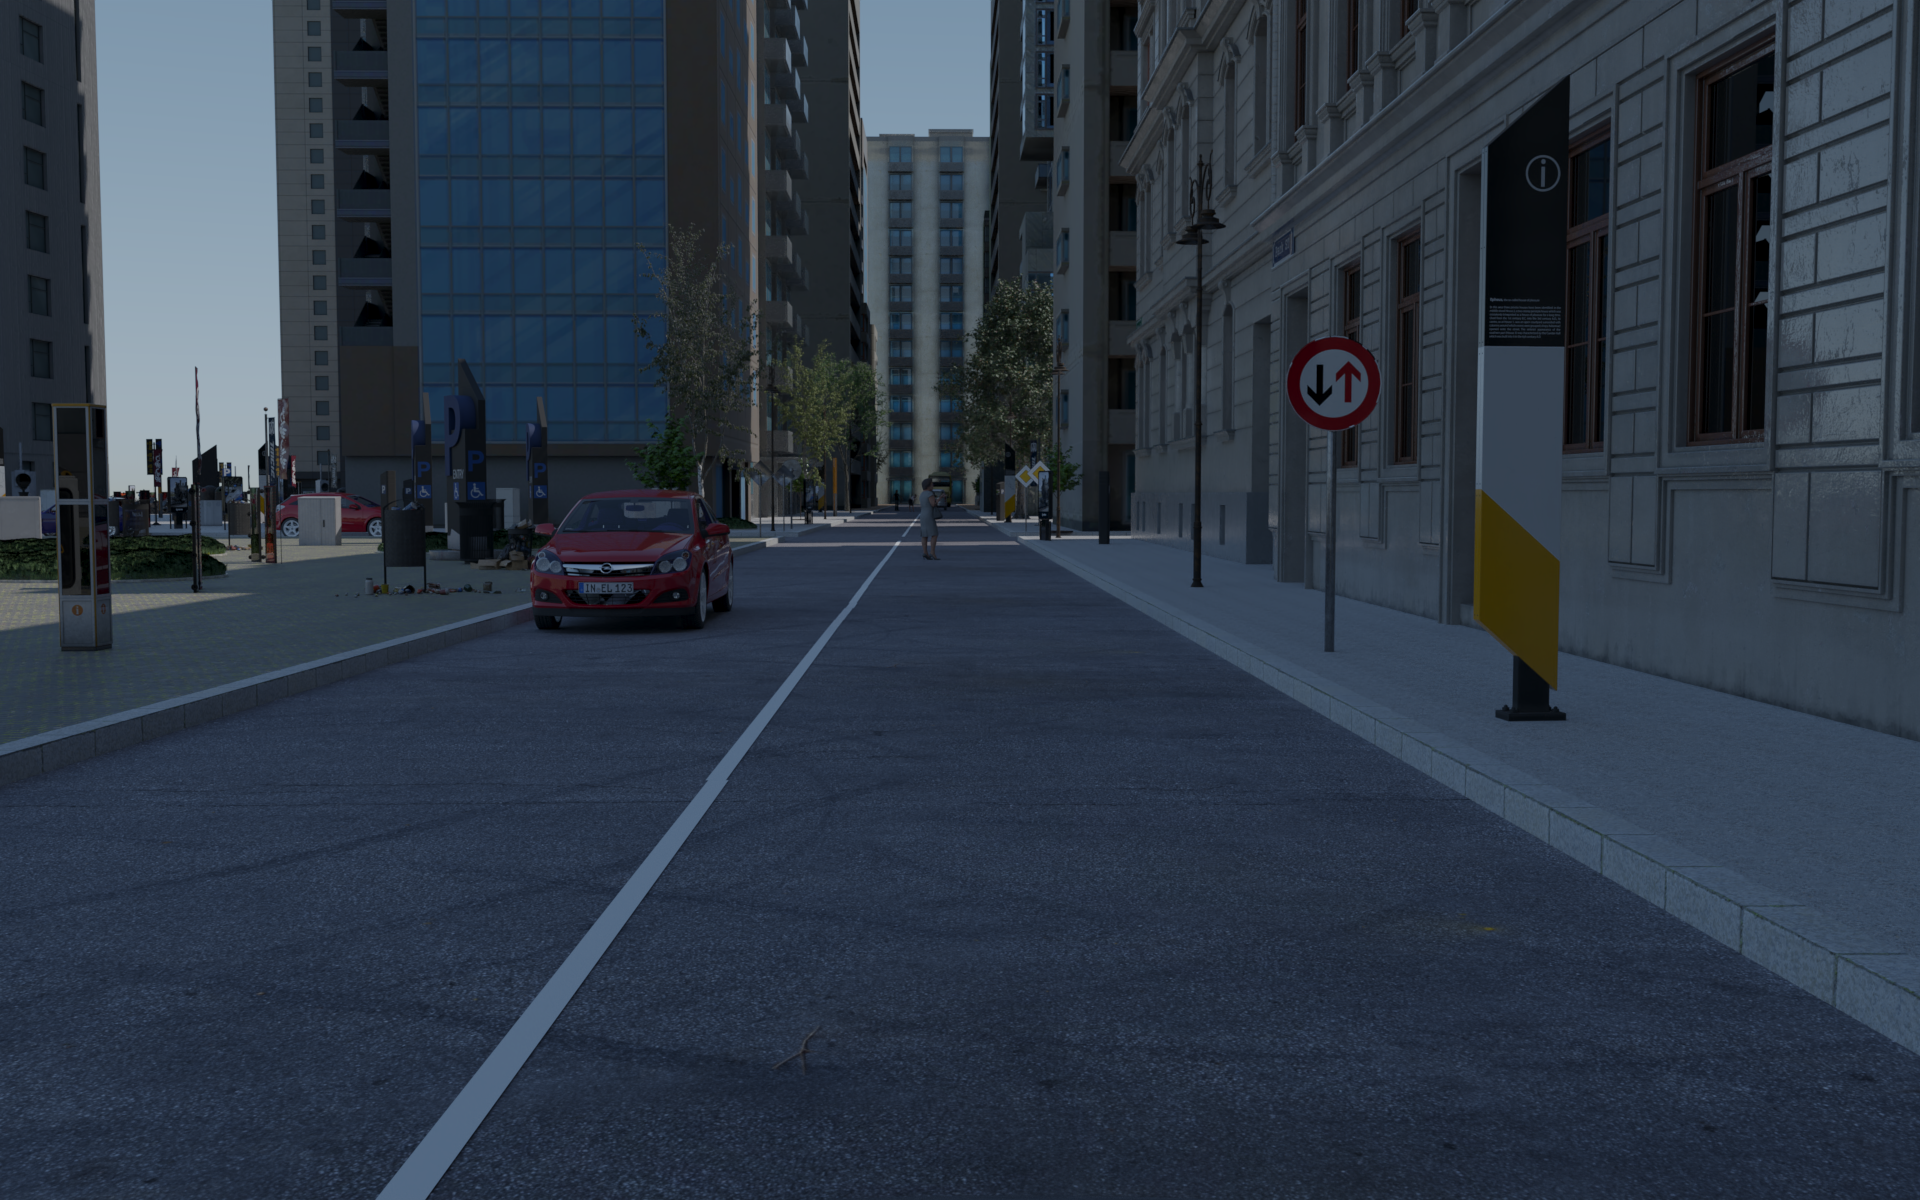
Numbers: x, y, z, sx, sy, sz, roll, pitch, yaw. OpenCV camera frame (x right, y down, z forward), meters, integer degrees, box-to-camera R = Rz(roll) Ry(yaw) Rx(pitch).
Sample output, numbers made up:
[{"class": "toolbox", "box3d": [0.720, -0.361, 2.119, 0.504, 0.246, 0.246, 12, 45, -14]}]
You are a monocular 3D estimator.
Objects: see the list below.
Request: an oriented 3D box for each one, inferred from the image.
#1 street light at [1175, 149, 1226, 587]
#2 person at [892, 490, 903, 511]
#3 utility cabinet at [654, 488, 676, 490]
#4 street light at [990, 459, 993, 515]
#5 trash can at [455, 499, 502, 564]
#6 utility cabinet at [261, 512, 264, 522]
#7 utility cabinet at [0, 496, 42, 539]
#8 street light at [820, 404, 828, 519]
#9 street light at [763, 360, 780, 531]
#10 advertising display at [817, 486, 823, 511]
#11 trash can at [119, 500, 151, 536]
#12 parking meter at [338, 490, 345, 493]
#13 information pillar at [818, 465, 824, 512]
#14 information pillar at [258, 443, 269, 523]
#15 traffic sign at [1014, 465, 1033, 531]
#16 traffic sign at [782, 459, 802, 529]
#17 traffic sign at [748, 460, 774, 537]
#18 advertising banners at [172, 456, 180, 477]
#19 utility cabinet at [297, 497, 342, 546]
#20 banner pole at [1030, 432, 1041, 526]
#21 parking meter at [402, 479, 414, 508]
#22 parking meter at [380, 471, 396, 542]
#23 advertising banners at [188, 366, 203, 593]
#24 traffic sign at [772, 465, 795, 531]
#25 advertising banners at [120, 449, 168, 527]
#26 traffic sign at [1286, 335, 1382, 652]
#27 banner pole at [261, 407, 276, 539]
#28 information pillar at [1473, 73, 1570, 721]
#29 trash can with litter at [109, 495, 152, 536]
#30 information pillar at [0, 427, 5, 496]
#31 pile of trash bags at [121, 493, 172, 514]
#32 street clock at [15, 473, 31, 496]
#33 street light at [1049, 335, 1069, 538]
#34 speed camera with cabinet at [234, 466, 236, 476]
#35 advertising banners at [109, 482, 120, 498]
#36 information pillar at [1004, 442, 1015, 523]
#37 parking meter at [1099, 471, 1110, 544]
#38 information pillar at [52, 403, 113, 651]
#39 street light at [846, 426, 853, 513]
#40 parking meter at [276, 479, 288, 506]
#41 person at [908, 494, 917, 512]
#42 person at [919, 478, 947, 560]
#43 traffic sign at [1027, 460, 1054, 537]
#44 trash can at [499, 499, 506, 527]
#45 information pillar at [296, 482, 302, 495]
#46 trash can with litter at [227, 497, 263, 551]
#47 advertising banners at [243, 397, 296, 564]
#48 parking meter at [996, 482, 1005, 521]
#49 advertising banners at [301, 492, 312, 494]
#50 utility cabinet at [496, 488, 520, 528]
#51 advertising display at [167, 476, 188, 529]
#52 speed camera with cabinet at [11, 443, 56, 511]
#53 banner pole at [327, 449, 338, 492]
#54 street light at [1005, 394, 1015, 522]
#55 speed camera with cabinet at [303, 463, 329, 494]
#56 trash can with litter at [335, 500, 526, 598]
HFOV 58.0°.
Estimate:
[{"class": "street light", "box3d": [3.271, -3.115, 23.718, 0.468, 5.910, 1.993, 0, 4, -1]}, {"class": "person", "box3d": [-5.406, -8.585, 148.879, 0.705, 1.822, 1.348, 3, 5, 41]}, {"class": "utility cabinet", "box3d": [-10.235, -3.155, 60.266, 1.173, 1.500, 0.318, 3, 5, 40]}, {"class": "street light", "box3d": [1.975, -8.211, 107.031, 0.468, 5.910, 1.993, 0, 4, -1]}, {"class": "trash can", "box3d": [-8.879, -1.233, 31.806, 0.748, 1.137, 0.748, 0, 3, 0]}, {"class": "utility cabinet", "box3d": [-32.042, -4.191, 79.689, 0.306, 1.237, 1.020, 2, 4, 30]}, {"class": "utility cabinet", "box3d": [-24.604, -2.086, 45.271, 1.020, 1.237, 0.306, -1, 4, -23]}, {"class": "street light", "box3d": [-6.863, -7.047, 88.004, 0.468, 5.910, 1.993, 0, 4, -1]}, {"class": "street light", "box3d": [-6.481, -5.324, 59.842, 0.468, 5.910, 1.993, 0, 4, -1]}, {"class": "advertising display", "box3d": [-10.645, -7.756, 132.029, 0.974, 1.923, 0.123, 3, 5, 39]}, {"class": "trash can", "box3d": [-20.935, -1.978, 43.988, 0.748, 1.137, 0.748, 0, 3, 0]}, {"class": "parking meter", "box3d": [-35.299, -5.535, 98.905, 0.372, 1.533, 0.369, 0, 3, 0]}, {"class": "information pillar", "box3d": [-9.669, -7.925, 120.931, 0.504, 3.616, 0.183, -1, 4, -15]}, {"class": "information pillar", "box3d": [-30.598, -5.187, 76.157, 0.504, 3.616, 0.183, 1, 4, 13]}, {"class": "traffic sign", "box3d": [2.263, -3.411, 59.409, 0.795, 2.450, 0.064, 0, 4, -1]}, {"class": "traffic sign", "box3d": [-6.194, -3.885, 63.621, 0.768, 2.556, 0.104, 0, 4, 3]}, {"class": "traffic sign", "box3d": [-5.917, -2.917, 51.328, 0.795, 2.450, 0.064, 0, 4, -1]}, {"class": "advertising banners", "box3d": [-35.247, -5.007, 78.055, 0.090, 3.025, 2.074, -2, 4, -27]}, {"class": "utility cabinet", "box3d": [-15.972, -1.959, 43.196, 1.020, 1.237, 0.306, 1, 4, 11]}, {"class": "banner pole", "box3d": [3.094, -4.924, 70.531, 0.401, 3.779, 0.863, -2, 4, -34]}, {"class": "parking meter", "box3d": [-20.286, -3.547, 63.708, 0.399, 1.863, 0.255, -1, 4, -10]}, {"class": "parking meter", "box3d": [-14.341, -2.309, 43.459, 0.255, 1.863, 0.399, -3, 5, -44]}, {"class": "advertising banners", "box3d": [-10.255, -1.656, 23.256, 0.090, 3.025, 2.074, -1, 4, -20]}, {"class": "traffic sign", "box3d": [-6.031, -3.405, 59.312, 0.795, 2.450, 0.064, 0, 4, -1]}, {"class": "advertising banners", "box3d": [-31.307, -4.298, 66.454, 0.090, 3.025, 2.074, 1, 4, 18]}, {"class": "traffic sign", "box3d": [3.007, -0.851, 14.022, 0.768, 2.556, 0.104, 0, 4, 2]}, {"class": "banner pole", "box3d": [-19.801, -3.653, 49.738, 0.401, 3.779, 0.863, -3, 5, -44]}, {"class": "information pillar", "box3d": [3.171, -1.126, 9.757, 0.504, 3.616, 0.183, 0, 4, -6]}, {"class": "trash can with litter", "box3d": [-24.198, -2.390, 50.126, 2.233, 1.210, 1.678, -1, 4, -21]}, {"class": "information pillar", "box3d": [-28.616, -3.670, 51.362, 0.183, 3.616, 0.504, 3, 5, 44]}, {"class": "pile of trash bags", "box3d": [-51.948, -6.140, 110.140, 1.912, 1.369, 3.447, 2, 4, 28]}, {"class": "street clock", "box3d": [-32.470, -3.395, 60.075, 0.471, 2.002, 0.358, -2, 4, -34]}, {"class": "street light", "box3d": [2.874, -4.750, 50.458, 0.468, 5.910, 1.993, 0, 4, -1]}, {"class": "speed camera with cabinet", "box3d": [-51.806, -7.811, 122.048, 2.038, 3.252, 0.660, 0, 4, -4]}, {"class": "advertising banners", "box3d": [-48.614, -6.346, 99.947, 0.090, 3.025, 2.074, 2, 4, 28]}, {"class": "information pillar", "box3d": [2.234, -5.291, 77.865, 0.504, 3.616, 0.183, 0, 4, -7]}, {"class": "parking meter", "box3d": [3.696, -2.362, 44.336, 0.255, 1.863, 0.399, 1, 4, 11]}, {"class": "information pillar", "box3d": [-7.194, -0.594, 14.210, 0.304, 2.012, 0.304, 0, 4, -2]}, {"class": "street light", "box3d": [-7.302, -8.725, 115.446, 0.468, 5.910, 1.993, 0, 4, -1]}, {"class": "parking meter", "box3d": [-26.244, -3.753, 67.071, 0.399, 1.863, 0.255, 0, 4, 1]}, {"class": "person", "box3d": [-3.731, -7.704, 137.642, 0.799, 1.438, 0.628, 0, 4, 8]}, {"class": "person", "box3d": [-0.564, -1.762, 37.660, 0.532, 1.782, 0.716, -2, 4, -30]}, {"class": "traffic sign", "box3d": [2.376, -2.922, 51.425, 0.795, 2.450, 0.064, 0, 4, -1]}, {"class": "trash can", "box3d": [-13.864, -2.438, 51.518, 0.748, 1.137, 0.748, 0, 3, 0]}, {"class": "information pillar", "box3d": [-39.521, -6.050, 103.403, 0.304, 2.012, 0.304, 1, 4, 8]}, {"class": "trash can with litter", "box3d": [-16.881, -1.743, 39.557, 2.233, 1.210, 1.678, -3, 5, -41]}, {"class": "advertising banners", "box3d": [-12.829, -2.199, 32.147, 0.090, 3.025, 2.074, -3, 5, -42]}, {"class": "parking meter", "box3d": [1.921, -4.699, 82.540, 0.255, 1.863, 0.399, 3, 5, 41]}, {"class": "advertising banners", "box3d": [-40.318, -6.706, 105.823, 2.074, 3.025, 0.090, 2, 4, 25]}, {"class": "utility cabinet", "box3d": [-16.514, -3.343, 63.332, 0.318, 1.500, 1.173, -3, 5, -45]}, {"class": "advertising display", "box3d": [-28.885, -3.593, 63.961, 0.123, 1.923, 0.974, 1, 4, 14]}, {"class": "speed camera with cabinet", "box3d": [-35.365, -4.427, 66.725, 2.038, 3.252, 0.660, 0, 4, -1]}, {"class": "banner pole", "box3d": [-34.690, -6.463, 95.686, 0.863, 3.779, 0.401, 2, 4, 29]}, {"class": "street light", "box3d": [2.337, -6.575, 80.291, 0.468, 5.910, 1.993, 0, 4, -1]}, {"class": "speed camera with cabinet", "box3d": [-41.614, -7.159, 111.385, 0.660, 3.252, 2.038, 3, 5, 40]}, {"class": "trash can with litter", "box3d": [-6.781, -0.690, 22.337, 2.233, 1.210, 1.678, 0, 4, -7]}]
